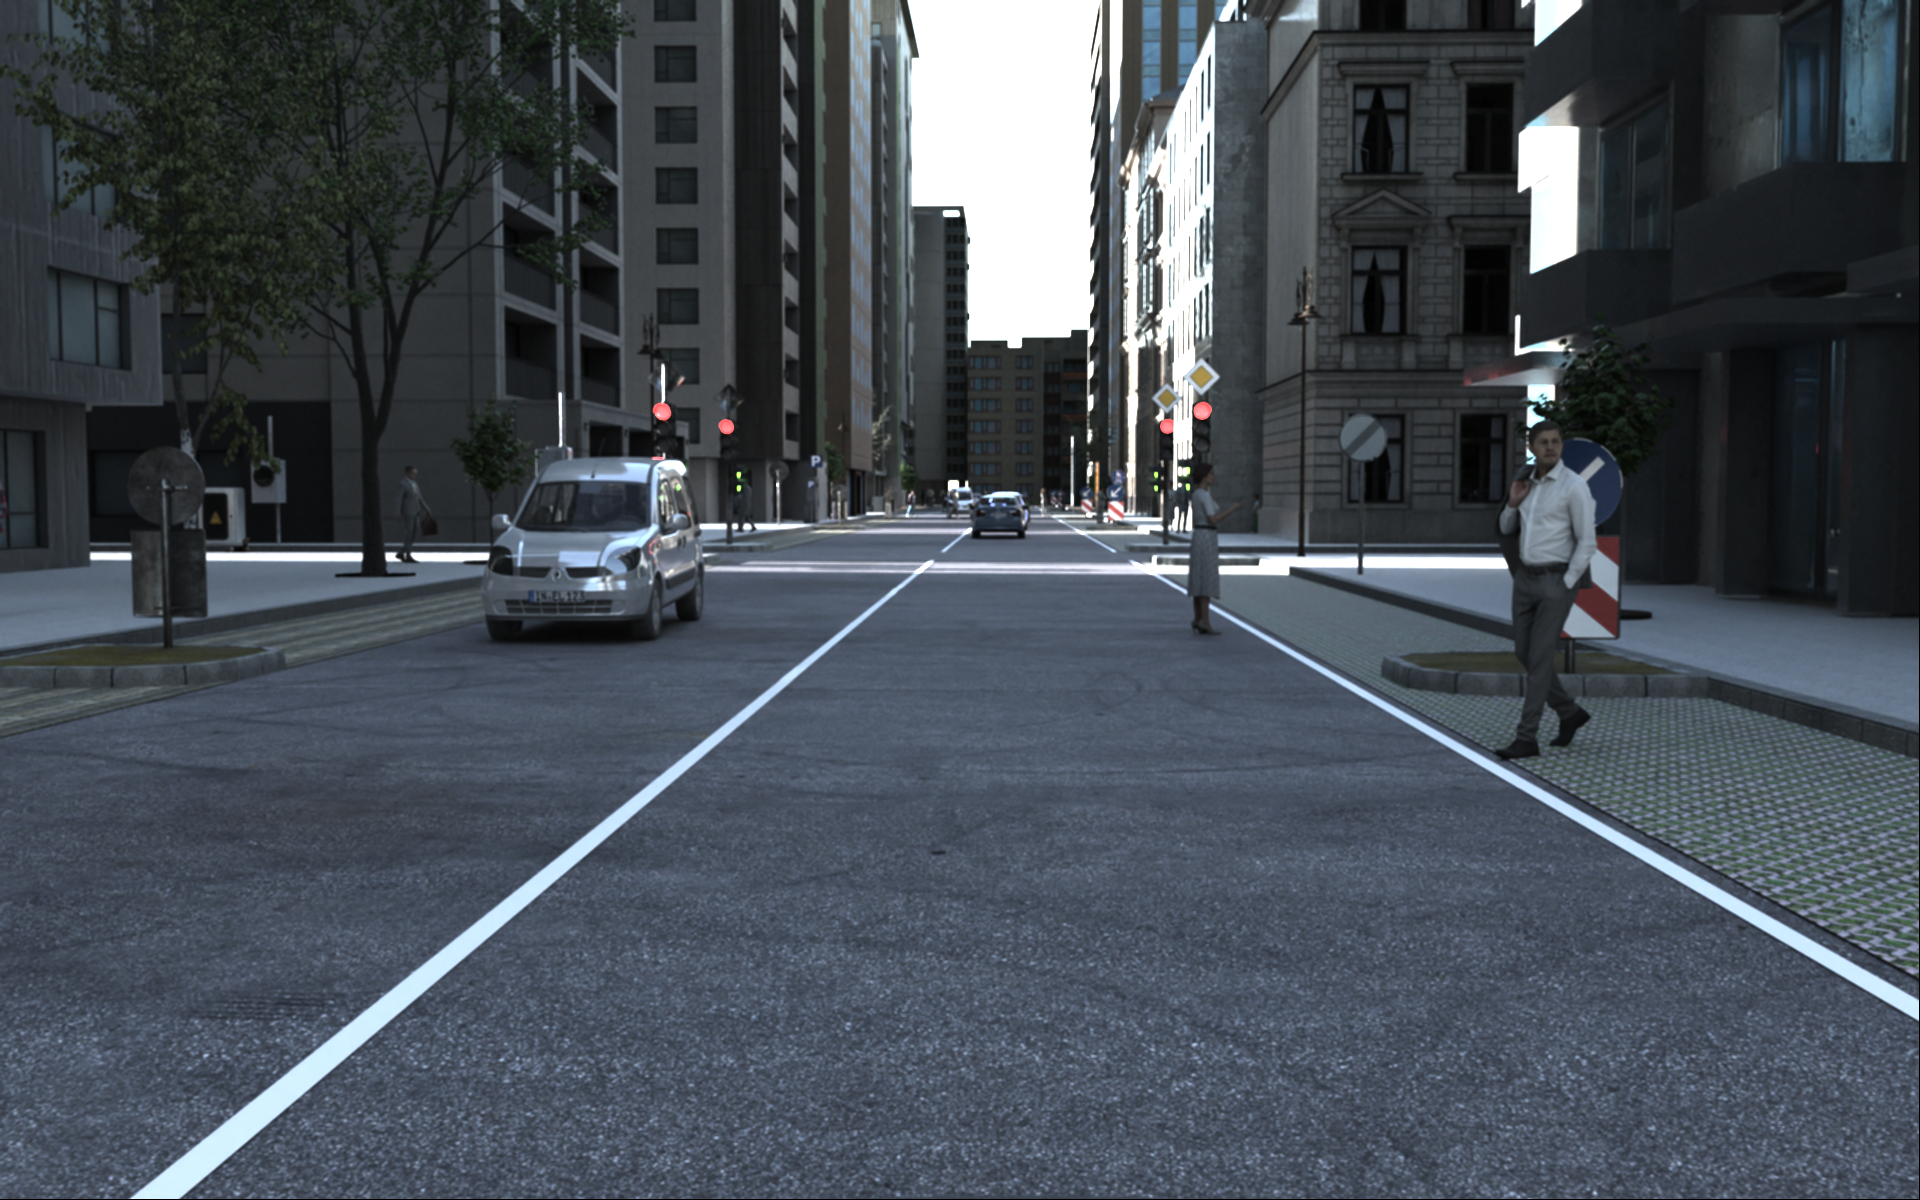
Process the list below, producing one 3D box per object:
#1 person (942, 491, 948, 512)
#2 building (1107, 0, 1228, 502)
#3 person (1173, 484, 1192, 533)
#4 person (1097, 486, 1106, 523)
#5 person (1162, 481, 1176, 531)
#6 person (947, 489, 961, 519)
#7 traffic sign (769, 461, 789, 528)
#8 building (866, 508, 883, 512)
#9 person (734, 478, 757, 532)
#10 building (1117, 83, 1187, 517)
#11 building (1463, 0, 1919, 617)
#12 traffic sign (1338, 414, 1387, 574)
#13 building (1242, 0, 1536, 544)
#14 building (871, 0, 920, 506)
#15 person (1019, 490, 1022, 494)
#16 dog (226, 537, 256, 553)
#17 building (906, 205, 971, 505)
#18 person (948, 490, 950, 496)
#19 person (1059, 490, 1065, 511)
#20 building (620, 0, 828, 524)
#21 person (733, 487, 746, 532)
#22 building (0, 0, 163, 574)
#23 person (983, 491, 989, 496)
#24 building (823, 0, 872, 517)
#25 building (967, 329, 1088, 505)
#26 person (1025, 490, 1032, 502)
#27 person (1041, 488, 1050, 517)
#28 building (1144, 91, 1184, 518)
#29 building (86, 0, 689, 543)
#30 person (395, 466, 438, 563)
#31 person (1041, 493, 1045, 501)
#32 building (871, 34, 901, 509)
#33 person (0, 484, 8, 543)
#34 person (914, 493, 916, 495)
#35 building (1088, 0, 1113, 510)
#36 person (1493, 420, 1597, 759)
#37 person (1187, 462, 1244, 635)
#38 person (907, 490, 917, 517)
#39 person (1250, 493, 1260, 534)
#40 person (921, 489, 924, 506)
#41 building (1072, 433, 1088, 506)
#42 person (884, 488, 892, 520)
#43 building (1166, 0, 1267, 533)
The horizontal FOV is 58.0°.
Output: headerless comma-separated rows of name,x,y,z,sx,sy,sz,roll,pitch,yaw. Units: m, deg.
person,-1.163,-7.792,136.812,0.541,1.710,0.530,-1,4,-11
building,18.791,-29.521,132.780,14.600,45.320,14.200,0,4,2
person,7.344,-3.105,56.904,0.635,1.810,0.391,-1,4,-20
person,6.947,-4.645,84.624,0.466,1.800,0.511,-3,5,-40
person,7.359,-3.324,60.957,0.480,1.755,0.524,1,4,12
person,-0.343,-5.570,100.327,0.760,1.731,0.466,-1,4,-17
traffic sign,-6.917,-4.034,66.059,0.768,2.556,0.104,0,4,2
building,-22.124,-26.879,131.354,32.217,40.220,23.993,0,4,2
person,-7.239,-3.195,58.380,0.767,1.812,0.694,0,4,-4
building,16.510,-18.886,106.044,12.463,27.353,25.104,0,4,2
building,19.745,-24.368,18.028,23.786,49.044,30.456,0,4,2
traffic sign,6.402,-1.683,27.616,0.768,2.556,0.104,0,4,5
building,18.225,-11.252,48.594,19.286,19.102,10.561,0,4,2
building,-18.584,-36.152,180.322,27.495,52.752,28.713,0,4,2
person,6.159,-10.362,177.934,1.348,1.821,0.705,2,4,34
dog,-17.294,-1.306,41.544,0.748,0.427,0.550,2,4,24
building,-10.654,-32.285,219.744,23.993,40.220,32.217,0,4,2
person,-0.784,-8.133,142.212,0.721,1.736,1.217,-3,5,-44
person,8.394,-8.229,143.569,0.750,1.759,0.617,1,4,17
building,-13.914,-18.846,79.839,14.160,30.474,14.107,0,4,2
person,-7.476,-3.089,59.140,0.503,1.515,0.523,0,4,4
building,-21.456,-20.967,26.405,14.086,41.232,14.154,0,4,2
person,2.446,-9.364,162.123,1.217,1.766,0.721,0,4,1
building,-12.666,-27.606,101.470,14.600,45.320,14.200,0,4,2
building,15.709,-22.764,217.223,28.899,21.520,27.650,0,4,2
person,6.090,-8.960,154.860,0.599,1.838,0.709,0,4,-4
person,5.372,-6.104,108.578,0.573,1.790,0.520,0,4,4
building,15.405,-15.105,83.127,11.583,22.565,21.152,0,4,2
building,-19.672,-37.627,53.450,20.563,71.187,20.611,0,4,2
person,-10.230,-1.599,32.309,0.853,1.813,0.709,1,4,13
person,9.045,-10.954,188.404,0.445,1.727,0.742,0,4,0
building,-12.599,-28.534,150.130,14.154,41.232,14.086,0,4,2
person,-9.925,-0.655,17.586,0.563,1.720,0.643,1,4,15
person,-4.571,-9.904,171.204,0.599,1.433,0.991,-1,4,-20
building,22.327,-32.225,150.576,21.300,48.544,21.600,0,4,2
person,3.203,-0.058,9.547,0.850,1.850,0.679,-2,4,-33
person,2.588,-0.528,17.700,0.524,1.755,0.480,-1,4,-12
person,-3.018,-6.102,109.105,0.563,1.720,0.643,-3,5,-43
person,9.655,-2.805,56.156,0.590,1.304,0.306,-1,4,-11
person,-4.124,-11.303,190.875,0.705,1.821,1.348,1,4,8
building,23.229,-52.820,176.283,22.319,86.520,31.000,0,4,2
person,-3.875,-5.201,94.092,0.519,1.759,0.362,3,5,42
building,13.613,-12.810,64.192,10.420,20.320,16.860,0,4,2
